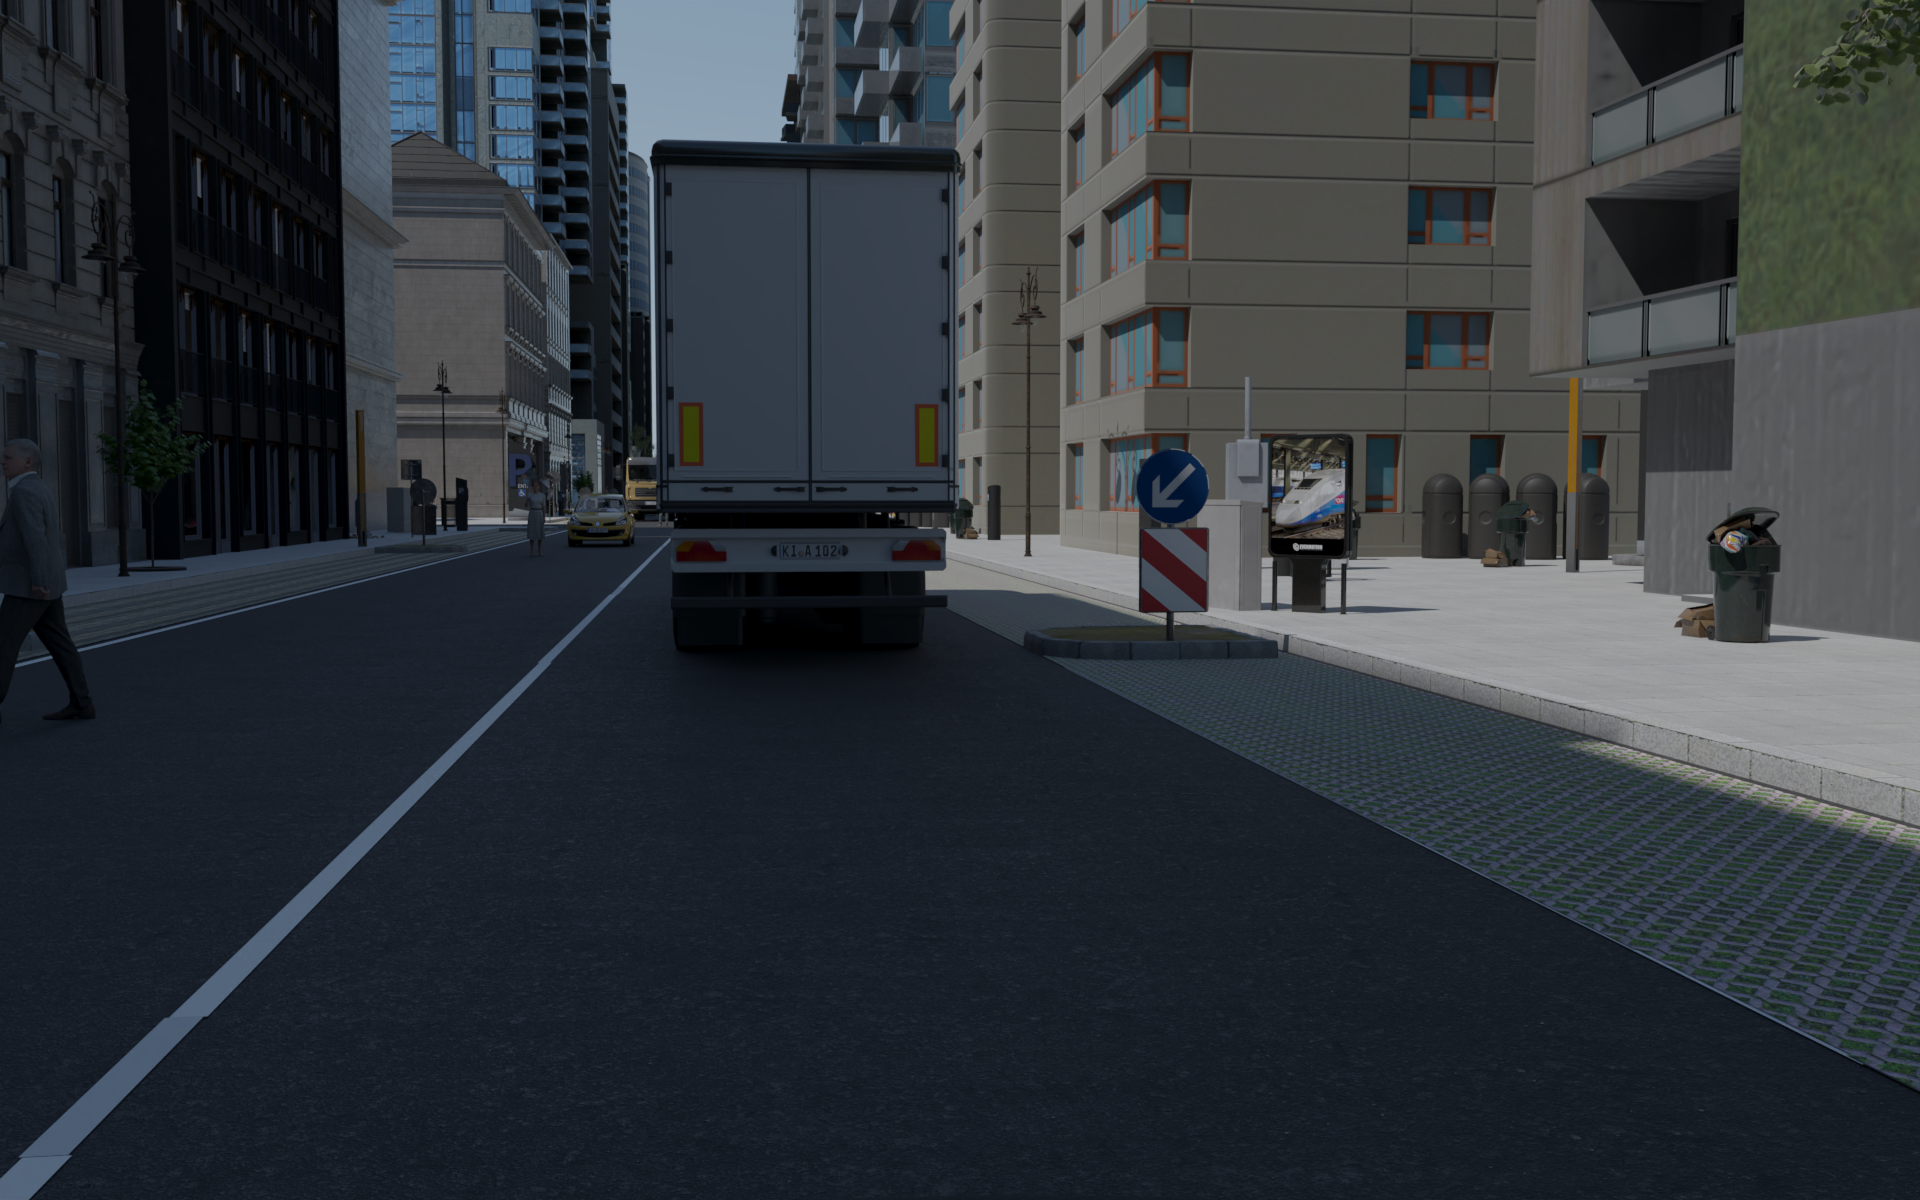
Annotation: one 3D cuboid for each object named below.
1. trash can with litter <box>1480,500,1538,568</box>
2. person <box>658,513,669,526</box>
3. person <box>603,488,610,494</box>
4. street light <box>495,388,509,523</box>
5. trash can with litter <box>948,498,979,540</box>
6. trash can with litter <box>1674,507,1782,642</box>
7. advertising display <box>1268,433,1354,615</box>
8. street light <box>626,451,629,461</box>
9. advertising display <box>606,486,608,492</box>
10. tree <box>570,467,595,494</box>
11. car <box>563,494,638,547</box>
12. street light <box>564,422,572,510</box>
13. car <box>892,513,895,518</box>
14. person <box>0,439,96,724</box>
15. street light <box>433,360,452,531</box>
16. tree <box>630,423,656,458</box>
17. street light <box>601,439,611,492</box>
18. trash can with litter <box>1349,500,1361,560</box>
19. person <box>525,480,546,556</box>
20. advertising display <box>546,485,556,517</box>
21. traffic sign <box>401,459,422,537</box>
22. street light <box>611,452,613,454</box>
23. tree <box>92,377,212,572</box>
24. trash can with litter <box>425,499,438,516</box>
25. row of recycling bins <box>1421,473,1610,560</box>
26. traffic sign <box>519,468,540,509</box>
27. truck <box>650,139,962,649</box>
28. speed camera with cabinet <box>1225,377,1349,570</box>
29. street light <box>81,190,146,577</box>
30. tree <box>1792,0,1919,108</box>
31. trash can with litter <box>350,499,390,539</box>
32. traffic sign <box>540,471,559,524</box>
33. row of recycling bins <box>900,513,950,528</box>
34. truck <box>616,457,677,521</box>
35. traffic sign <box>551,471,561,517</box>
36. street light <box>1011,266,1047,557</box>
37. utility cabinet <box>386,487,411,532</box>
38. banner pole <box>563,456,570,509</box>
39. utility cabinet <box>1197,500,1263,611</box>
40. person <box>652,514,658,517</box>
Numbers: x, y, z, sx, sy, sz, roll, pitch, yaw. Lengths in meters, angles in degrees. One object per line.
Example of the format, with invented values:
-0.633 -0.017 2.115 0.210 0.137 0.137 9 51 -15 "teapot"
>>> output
9.655 -1.169 30.500 1.055 1.170 0.624 -3 5 -44 "trash can with litter"
-13.178 -4.182 77.053 0.661 1.801 0.590 -2 4 -27 "person"
-23.159 -6.406 113.148 0.836 1.842 0.656 3 4 38 "person"
-19.971 -6.295 75.719 0.468 5.910 1.993 0 4 -8 "street light"
0.245 -2.315 49.236 0.624 1.170 1.055 -2 4 -26 "trash can with litter"
6.706 -0.237 15.269 0.624 1.170 1.055 -1 4 -13 "trash can with litter"
3.776 -0.825 18.697 0.974 1.923 0.123 3 5 42 "advertising display"
-35.169 -12.905 183.791 0.468 5.910 1.993 0 4 -8 "street light"
-29.728 -8.607 145.935 0.123 1.923 0.974 -1 4 -11 "advertising display"
-27.607 -8.210 128.831 1.663 3.219 1.824 0 3 0 "tree"
-10.025 -2.340 48.486 2.015 1.641 3.980 -1 4 -8 "car"
-24.569 -8.318 108.792 0.468 5.910 1.993 0 4 -8 "street light"
-0.941 -3.940 74.636 3.980 1.641 2.015 -1 4 -8 "car"
-5.888 -0.117 10.815 0.834 1.777 0.661 -2 4 -29 "person"
-17.882 -5.335 60.007 0.468 5.910 1.993 0 4 -8 "street light"
-41.540 -17.768 224.926 8.767 10.594 7.601 0 4 -7 "tree"
-29.274 -10.382 142.531 0.468 5.910 1.993 0 4 -8 "street light"
7.290 -1.374 33.845 1.055 1.170 0.624 2 4 33 "trash can with litter"
-9.874 -1.911 40.313 0.480 1.755 0.524 -1 4 -23 "person"
-22.673 -5.553 96.013 0.123 1.923 0.974 -3 4 -37 "advertising display"
-16.227 -3.005 51.260 0.606 2.300 0.079 0 4 -7 "traffic sign"
-30.458 -10.878 150.646 0.468 5.910 1.993 0 4 -8 "street light"
-13.674 -2.102 28.970 1.663 3.219 1.824 0 3 0 "tree"
-22.991 -3.855 74.413 1.055 1.170 0.624 -1 4 -18 "trash can with litter"
10.928 -1.654 34.154 3.534 1.692 1.069 1 4 17 "row of recycling bins"
-16.638 -3.877 67.039 0.795 2.450 0.064 0 4 -8 "traffic sign"
-1.971 -1.866 19.422 2.839 4.237 11.283 0 4 -8 "truck"
5.575 -2.151 29.509 2.038 3.252 0.660 0 4 4 "speed camera with cabinet"
-13.010 -3.302 26.770 0.468 5.910 1.993 0 4 -8 "street light"
6.338 -5.459 7.384 7.486 12.596 7.792 0 3 0 "tree"
-17.322 -2.417 50.568 1.678 1.210 2.233 0 4 -6 "trash can with litter"
-17.754 -4.361 74.946 0.795 2.450 0.064 0 4 -8 "traffic sign"
-1.313 -3.666 67.053 1.069 1.692 3.534 -3 4 -37 "row of recycling bins"
-16.530 -5.951 93.219 3.469 3.379 9.791 0 4 -8 "truck"
-22.317 -5.810 95.106 0.768 2.556 0.104 0 4 -1 "traffic sign"
1.396 -3.827 35.359 0.468 5.910 1.993 0 4 -8 "street light"
-18.566 -2.979 57.377 0.318 1.500 1.173 -3 5 -45 "utility cabinet"
-26.041 -7.625 114.680 0.401 3.779 0.863 1 4 22 "banner pole"
3.026 -0.508 19.470 0.306 1.237 1.020 -1 4 -20 "utility cabinet"
-19.093 -5.765 107.780 0.505 1.210 0.382 -2 4 -30 "person"
